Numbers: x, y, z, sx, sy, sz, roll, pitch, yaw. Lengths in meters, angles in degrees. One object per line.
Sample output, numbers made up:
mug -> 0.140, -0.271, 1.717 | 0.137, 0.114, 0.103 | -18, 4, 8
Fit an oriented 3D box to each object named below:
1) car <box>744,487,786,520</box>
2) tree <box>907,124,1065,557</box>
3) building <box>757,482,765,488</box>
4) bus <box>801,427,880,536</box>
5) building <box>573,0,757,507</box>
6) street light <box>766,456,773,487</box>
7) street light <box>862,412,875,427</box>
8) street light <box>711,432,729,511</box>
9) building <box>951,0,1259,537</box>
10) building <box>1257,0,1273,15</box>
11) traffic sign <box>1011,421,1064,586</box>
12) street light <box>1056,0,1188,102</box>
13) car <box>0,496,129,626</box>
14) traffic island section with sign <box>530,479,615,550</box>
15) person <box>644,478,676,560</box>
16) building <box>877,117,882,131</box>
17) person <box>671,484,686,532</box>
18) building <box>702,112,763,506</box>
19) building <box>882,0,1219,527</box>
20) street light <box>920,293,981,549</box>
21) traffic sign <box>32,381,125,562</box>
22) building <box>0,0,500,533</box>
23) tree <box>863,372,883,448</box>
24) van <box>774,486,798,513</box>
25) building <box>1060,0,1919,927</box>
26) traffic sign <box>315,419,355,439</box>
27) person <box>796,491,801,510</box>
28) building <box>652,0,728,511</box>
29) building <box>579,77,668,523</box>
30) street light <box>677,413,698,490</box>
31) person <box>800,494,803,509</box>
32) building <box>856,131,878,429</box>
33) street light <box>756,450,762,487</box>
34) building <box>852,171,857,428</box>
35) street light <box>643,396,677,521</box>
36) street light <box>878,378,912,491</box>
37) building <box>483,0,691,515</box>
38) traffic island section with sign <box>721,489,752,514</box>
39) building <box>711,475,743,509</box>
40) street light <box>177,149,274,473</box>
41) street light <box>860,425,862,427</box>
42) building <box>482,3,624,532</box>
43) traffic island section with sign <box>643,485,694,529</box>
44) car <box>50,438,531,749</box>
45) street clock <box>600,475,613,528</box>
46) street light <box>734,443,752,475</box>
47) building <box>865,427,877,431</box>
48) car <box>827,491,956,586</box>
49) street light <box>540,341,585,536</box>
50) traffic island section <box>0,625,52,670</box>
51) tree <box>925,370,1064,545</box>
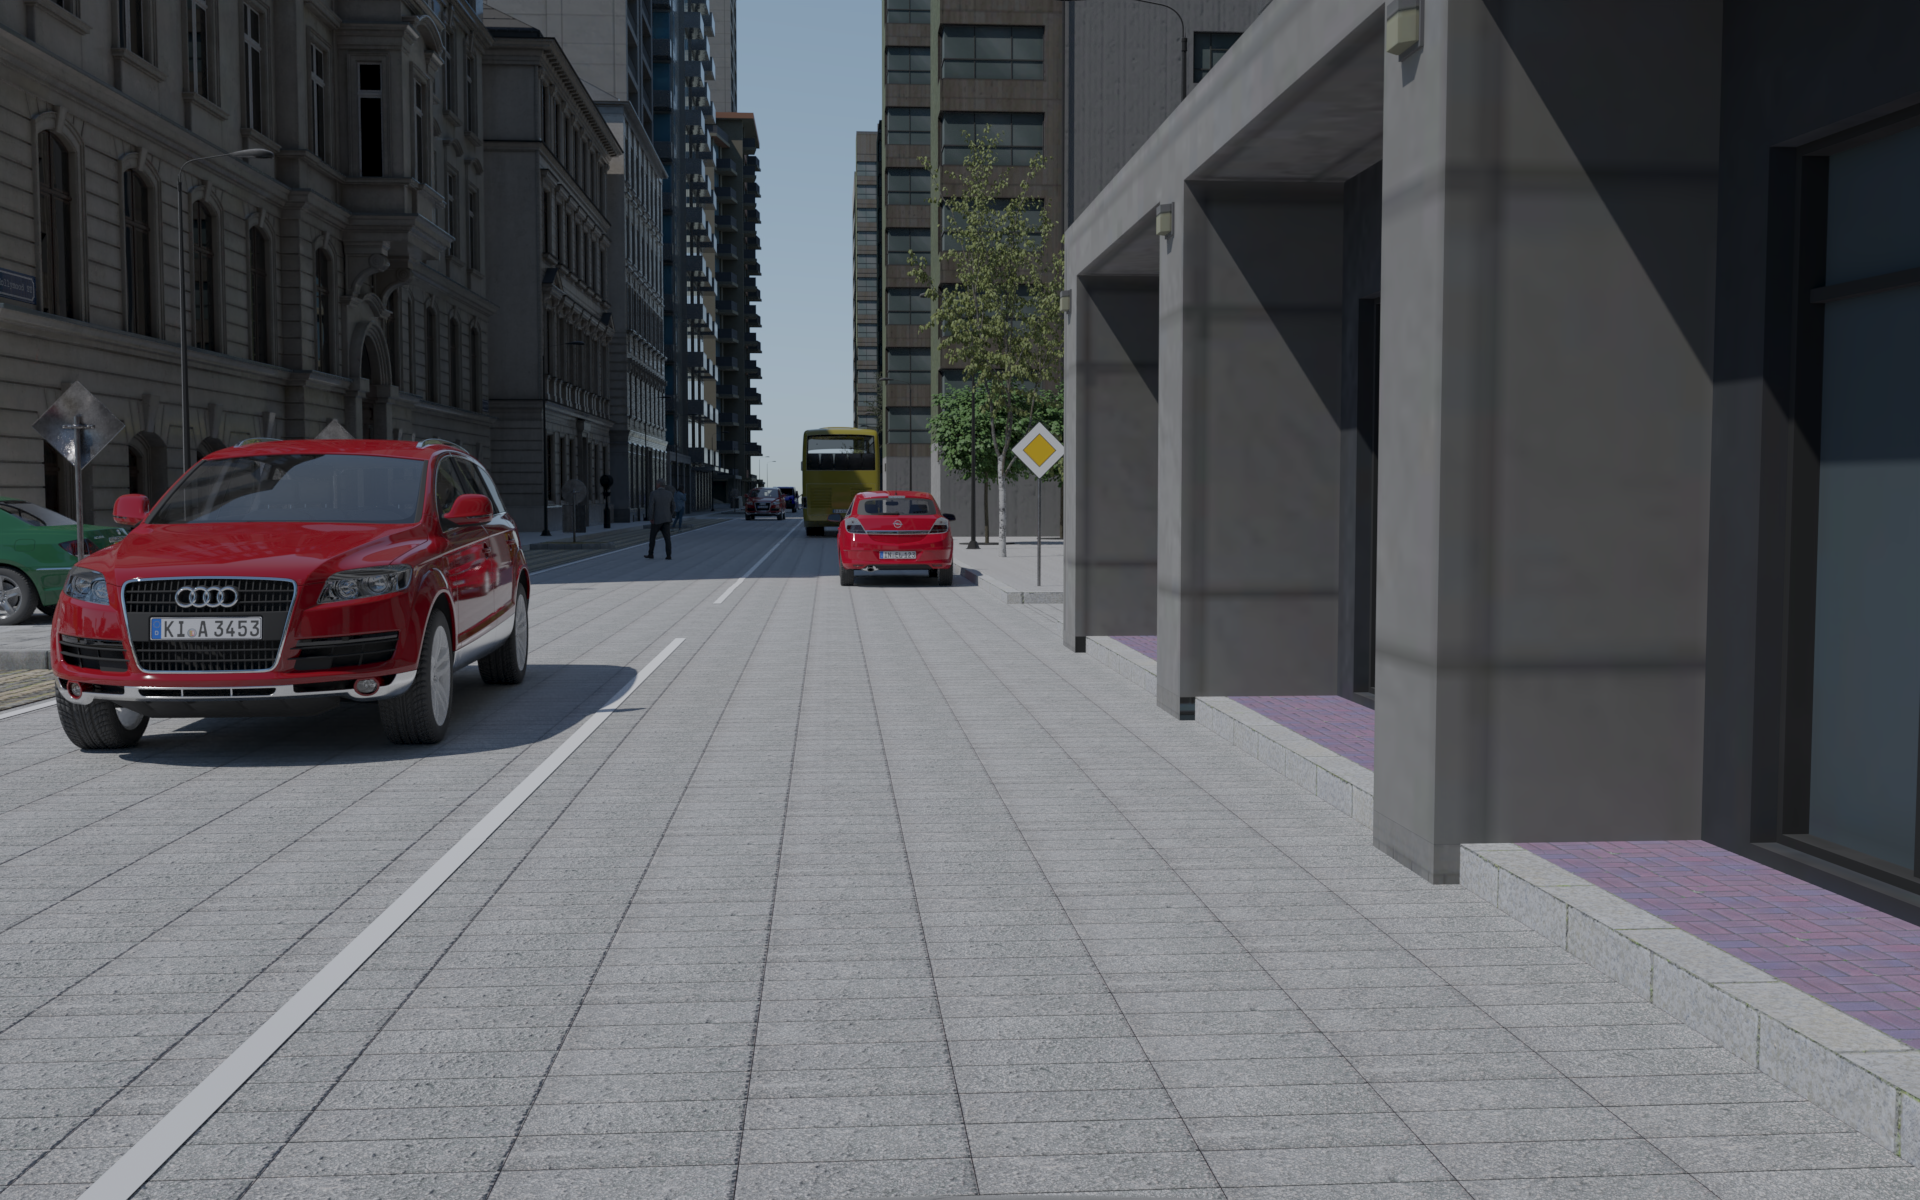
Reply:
car -> -10.745, -5.330, 95.817 | 2.281, 1.827, 5.304 | 0, 4, -3
tree -> 0.899, -5.159, 34.708 | 4.737, 8.622, 4.395 | 0, 3, 0
building -> -43.825, -33.711, 243.053 | 32.217, 40.220, 23.993 | 0, 4, -4
bus -> -4.351, -4.333, 62.393 | 2.896, 3.916, 12.252 | 0, 4, -5
building -> -36.266, -47.719, 218.461 | 20.563, 71.187, 20.611 | 0, 4, -4
street light -> -24.114, -14.716, 213.146 | 1.470, 5.913, 1.316 | 0, 4, -4
street light -> -4.702, -7.710, 98.605 | 1.470, 5.913, 1.316 | 0, 4, -4
street light -> -17.850, -9.551, 128.701 | 1.470, 5.913, 1.316 | 0, 4, -4
building -> 5.897, -17.527, 58.264 | 14.160, 30.474, 14.107 | 0, 4, -4
building -> 20.962, -25.312, 33.468 | 30.456, 49.044, 23.786 | 0, 4, -4
traffic sign -> 1.098, -1.248, 24.055 | 0.795, 2.450, 0.064 | 0, 4, -4
street light -> 1.520, -2.660, 16.029 | 1.470, 5.913, 1.316 | 0, 4, -4
car -> -11.876, -0.471, 19.506 | 4.920, 1.459, 2.131 | 0, 4, -6
traffic island section with sign -> -10.087, -2.241, 45.263 | 1.989, 1.847, 2.006 | 0, 4, -4
person -> -6.603, -1.780, 37.999 | 0.661, 1.777, 0.834 | -3, 5, -44
building -> -0.774, -36.809, 221.437 | 23.786, 49.044, 30.456 | 0, 4, -4
person -> -10.622, -3.460, 65.329 | 0.793, 1.790, 0.793 | 1, 4, 13
building -> -33.650, -33.017, 194.460 | 22.147, 44.769, 28.867 | 0, 4, -4
building -> 3.337, -18.891, 80.572 | 14.160, 30.474, 14.107 | 0, 4, -4
street light -> -0.230, -4.133, 40.116 | 1.470, 5.913, 1.316 | 0, 4, -4
traffic sign -> -7.823, -0.719, 15.400 | 0.795, 2.450, 0.064 | 0, 4, -4
building -> -19.210, -13.446, 38.934 | 14.460, 24.649, 34.723 | 0, 4, -4
tree -> -2.988, -8.861, 95.236 | 4.360, 8.622, 3.978 | 0, 3, 0
van -> -13.627, -7.926, 133.972 | 2.240, 2.365, 5.245 | 0, 4, -3
building -> 11.921, -34.648, 4.746 | 20.563, 71.187, 20.611 | 0, 4, -4
traffic sign -> -8.421, -1.206, 23.363 | 0.795, 2.450, 0.064 | 0, 4, -4
person -> -14.932, -9.135, 158.525 | 0.621, 1.740, 0.551 | 1, 4, 12
building -> -30.383, -31.380, 132.664 | 23.786, 49.044, 30.456 | 0, 4, -4
building -> -20.058, -14.437, 85.189 | 9.793, 20.994, 18.267 | 0, 4, -4
street light -> -15.738, -7.762, 99.447 | 1.470, 5.913, 1.316 | 0, 4, -4
person -> -14.908, -9.468, 164.121 | 1.217, 1.723, 0.721 | 1, 4, 16
building -> -4.898, -31.499, 198.607 | 14.154, 41.232, 14.086 | 0, 4, -4
street light -> -21.796, -12.892, 183.319 | 1.470, 5.913, 1.316 | 0, 4, -4
building -> -4.508, -38.157, 247.562 | 21.300, 48.544, 21.600 | 0, 4, -4
street light -> -14.324, -6.694, 81.987 | 1.470, 5.913, 1.316 | 0, 4, -4
street light -> -2.516, -5.921, 69.357 | 1.470, 5.913, 1.316 | 0, 4, -4
building -> -27.481, -40.857, 106.271 | 20.563, 71.187, 20.611 | 0, 4, -4
traffic island section with sign -> -15.957, -7.008, 123.202 | 1.989, 1.847, 2.006 | 0, 4, -4
building -> -36.782, -28.624, 159.885 | 32.217, 40.220, 23.993 | 0, 4, -4
street light -> -9.936, -3.113, 23.435 | 1.470, 5.913, 1.316 | 0, 4, -4
street light -> -5.997, -8.813, 116.631 | 1.470, 5.913, 1.316 | 0, 4, -4
building -> -19.300, -12.348, 66.510 | 10.561, 19.102, 19.286 | 0, 4, -4
traffic island section with sign -> -12.118, -3.885, 72.142 | 1.989, 1.847, 2.006 | 0, 4, -4
car -> -4.154, -0.173, 11.499 | 2.281, 1.827, 5.304 | 0, 4, -6
street clock -> -13.187, -3.675, 64.653 | 0.471, 2.002, 0.358 | 2, 4, 26
street light -> -20.092, -11.385, 158.685 | 1.470, 5.913, 1.316 | 0, 4, -4
building -> 2.601, -51.735, 158.531 | 22.319, 86.520, 31.000 | 0, 4, -4
car -> -1.106, -1.192, 28.531 | 2.155, 1.783, 4.494 | 0, 4, -4
street light -> -12.101, -4.905, 52.742 | 1.470, 5.913, 1.316 | 0, 4, -4
traffic island section -> -7.846, 0.417, 15.460 | 2.009, 0.180, 2.903 | 0, 4, -4
tree -> 0.757, -3.698, 44.176 | 4.285, 4.588, 4.351 | 0, 3, 0
